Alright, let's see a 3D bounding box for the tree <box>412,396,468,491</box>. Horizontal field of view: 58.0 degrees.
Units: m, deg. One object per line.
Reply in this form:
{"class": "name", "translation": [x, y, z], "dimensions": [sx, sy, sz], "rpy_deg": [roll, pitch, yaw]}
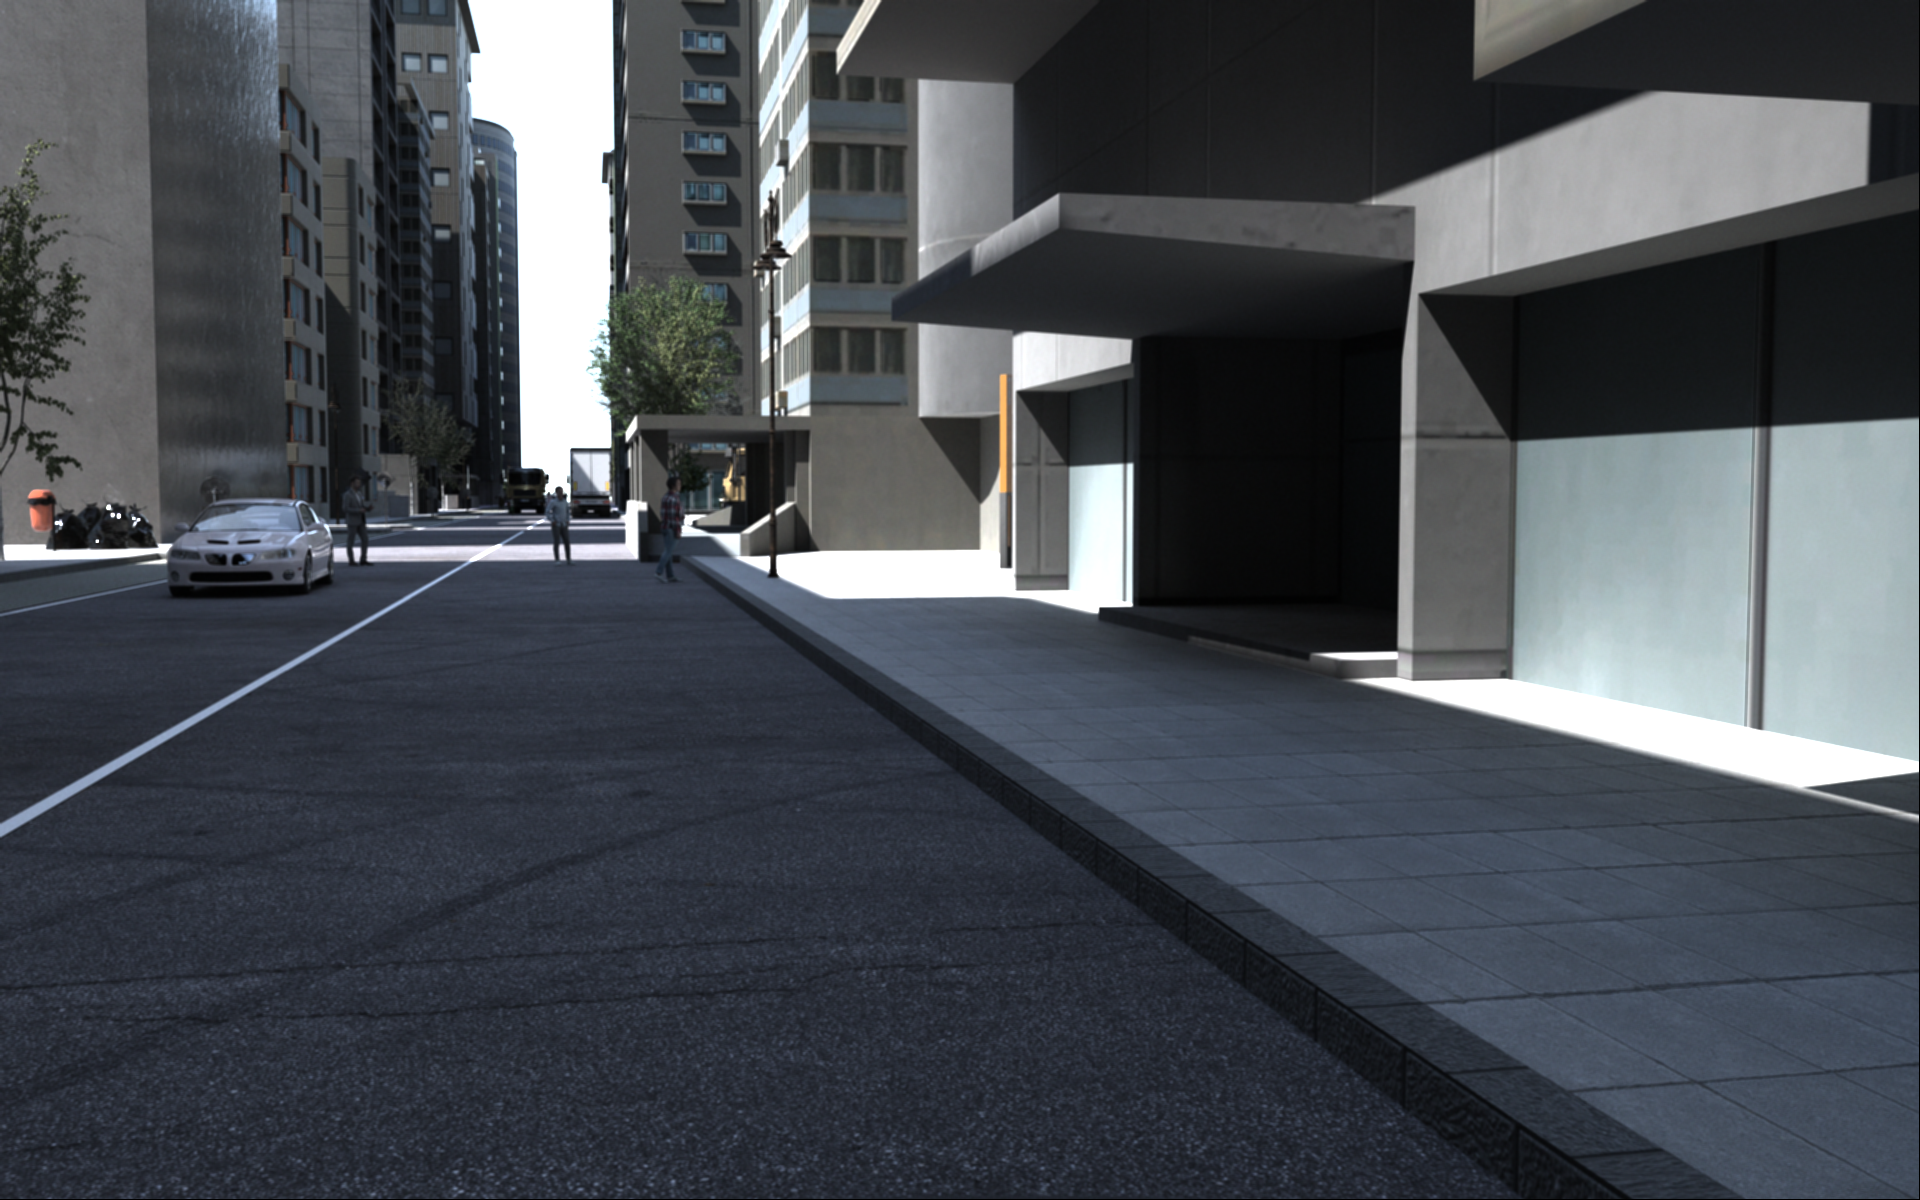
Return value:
{"class": "tree", "translation": [-39.139, -10.948, 129.366], "dimensions": [4.737, 8.622, 4.395], "rpy_deg": [0, 3, 0]}

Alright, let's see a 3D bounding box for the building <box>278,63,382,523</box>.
{"class": "building", "translation": [-43.459, -14.442, 81.166], "dimensions": [27.650, 21.520, 28.899], "rpy_deg": [-1, 4, -12]}

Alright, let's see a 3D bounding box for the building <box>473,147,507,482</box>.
{"class": "building", "translation": [-74.705, -37.796, 237.570], "dimensions": [23.786, 49.044, 30.456], "rpy_deg": [-1, 4, -12]}

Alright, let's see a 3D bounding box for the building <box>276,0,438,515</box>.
{"class": "building", "translation": [-45.611, -41.246, 112.624], "dimensions": [20.563, 71.187, 20.611], "rpy_deg": [-1, 4, -12]}

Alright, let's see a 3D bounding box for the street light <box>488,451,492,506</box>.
{"class": "street light", "translation": [-50.069, -12.969, 184.825], "dimensions": [0.468, 5.910, 1.993], "rpy_deg": [-1, 4, -12]}

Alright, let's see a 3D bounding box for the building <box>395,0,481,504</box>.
{"class": "building", "translation": [-64.364, -36.004, 177.901], "dimensions": [28.713, 52.752, 27.495], "rpy_deg": [-1, 4, -12]}

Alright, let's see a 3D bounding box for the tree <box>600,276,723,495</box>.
{"class": "tree", "translation": [-9.657, -6.564, 57.689], "dimensions": [4.737, 8.622, 4.395], "rpy_deg": [0, 3, 0]}

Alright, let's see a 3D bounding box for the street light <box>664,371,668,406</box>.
{"class": "street light", "translation": [-11.042, -5.655, 65.245], "dimensions": [0.468, 5.910, 1.993], "rpy_deg": [-1, 4, -12]}

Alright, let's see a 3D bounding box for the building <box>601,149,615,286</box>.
{"class": "building", "translation": [-39.163, -41.121, 261.568], "dimensions": [28.713, 52.752, 27.495], "rpy_deg": [-1, 4, -12]}

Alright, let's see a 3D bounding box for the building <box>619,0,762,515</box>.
{"class": "building", "translation": [-11.736, -30.128, 116.292], "dimensions": [21.300, 48.544, 21.600], "rpy_deg": [-1, 4, -12]}

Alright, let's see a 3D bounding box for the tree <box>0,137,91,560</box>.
{"class": "tree", "translation": [-18.618, -5.068, 33.223], "dimensions": [4.737, 8.622, 4.395], "rpy_deg": [0, 3, 0]}

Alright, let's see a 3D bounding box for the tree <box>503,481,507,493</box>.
{"class": "tree", "translation": [-58.043, -13.741, 219.269], "dimensions": [1.663, 3.219, 1.824], "rpy_deg": [0, 3, 0]}

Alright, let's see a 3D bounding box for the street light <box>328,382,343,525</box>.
{"class": "street light", "translation": [-25.686, -6.028, 71.344], "dimensions": [0.468, 5.910, 1.993], "rpy_deg": [-1, 4, -12]}

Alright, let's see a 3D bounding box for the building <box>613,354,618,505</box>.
{"class": "building", "translation": [-25.007, -21.503, 196.605], "dimensions": [27.650, 21.520, 28.899], "rpy_deg": [-1, 4, -12]}

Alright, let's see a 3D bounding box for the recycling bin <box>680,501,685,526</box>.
{"class": "recycling bin", "translation": [-10.175, -2.970, 61.113], "dimensions": [0.722, 1.027, 0.722], "rpy_deg": [-2, 4, -31]}

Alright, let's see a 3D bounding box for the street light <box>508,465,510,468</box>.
{"class": "street light", "translation": [-59.222, -15.584, 227.586], "dimensions": [0.468, 5.910, 1.993], "rpy_deg": [-1, 4, -12]}

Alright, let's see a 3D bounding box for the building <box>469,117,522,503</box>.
{"class": "building", "translation": [-79.171, -44.333, 266.839], "dimensions": [21.231, 58.520, 28.212], "rpy_deg": [-1, 4, -12]}

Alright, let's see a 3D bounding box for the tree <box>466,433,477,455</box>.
{"class": "tree", "translation": [-40.183, -11.297, 135.061], "dimensions": [4.360, 8.622, 3.978], "rpy_deg": [0, 3, 0]}

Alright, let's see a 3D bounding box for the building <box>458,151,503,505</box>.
{"class": "building", "translation": [-60.804, -31.620, 200.584], "dimensions": [14.154, 41.232, 14.086], "rpy_deg": [-1, 4, -12]}

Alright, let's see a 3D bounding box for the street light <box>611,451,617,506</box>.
{"class": "street light", "translation": [-36.167, -12.807, 182.189], "dimensions": [0.468, 5.910, 1.993], "rpy_deg": [-1, 4, -12]}

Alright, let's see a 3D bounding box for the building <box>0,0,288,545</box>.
{"class": "building", "translation": [-38.968, -14.960, 49.105], "dimensions": [34.151, 26.468, 19.350], "rpy_deg": [-1, 4, -12]}

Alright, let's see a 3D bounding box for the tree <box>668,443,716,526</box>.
{"class": "tree", "translation": [-9.894, -4.175, 62.861], "dimensions": [1.663, 3.219, 1.824], "rpy_deg": [0, 3, 0]}

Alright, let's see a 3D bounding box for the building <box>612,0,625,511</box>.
{"class": "building", "translation": [-20.957, -27.971, 140.925], "dimensions": [14.154, 41.232, 14.086], "rpy_deg": [-1, 4, -12]}

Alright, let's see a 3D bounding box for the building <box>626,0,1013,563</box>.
{"class": "building", "translation": [7.593, -21.610, 45.202], "dimensions": [32.217, 40.220, 23.993], "rpy_deg": [-1, 4, -12]}

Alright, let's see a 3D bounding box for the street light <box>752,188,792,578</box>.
{"class": "street light", "translation": [-2.876, -3.286, 26.514], "dimensions": [0.468, 5.910, 1.993], "rpy_deg": [-1, 4, -12]}

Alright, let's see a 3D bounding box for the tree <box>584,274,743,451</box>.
{"class": "tree", "translation": [-13.814, -9.485, 80.843], "dimensions": [9.928, 11.665, 9.643], "rpy_deg": [0, 3, 0]}

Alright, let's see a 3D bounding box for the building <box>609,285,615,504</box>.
{"class": "building", "translation": [-41.450, -28.663, 240.336], "dimensions": [14.160, 30.474, 14.107], "rpy_deg": [-1, 4, -12]}

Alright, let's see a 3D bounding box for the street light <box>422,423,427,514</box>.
{"class": "street light", "translation": [-34.205, -8.433, 110.671], "dimensions": [0.468, 5.910, 1.993], "rpy_deg": [-1, 4, -12]}

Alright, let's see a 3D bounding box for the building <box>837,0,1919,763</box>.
{"class": "building", "translation": [14.086, -25.842, 11.763], "dimensions": [28.713, 52.752, 27.495], "rpy_deg": [-1, 4, -12]}

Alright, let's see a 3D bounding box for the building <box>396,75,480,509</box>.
{"class": "building", "translation": [-59.658, -28.149, 152.124], "dimensions": [32.217, 40.220, 23.993], "rpy_deg": [-1, 4, -12]}

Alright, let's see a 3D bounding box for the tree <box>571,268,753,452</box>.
{"class": "tree", "translation": [-16.182, -11.254, 94.374], "dimensions": [12.009, 13.543, 11.850], "rpy_deg": [0, 3, 0]}

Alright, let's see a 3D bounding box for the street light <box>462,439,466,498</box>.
{"class": "street light", "translation": [-41.752, -10.580, 145.767], "dimensions": [0.468, 5.910, 1.993], "rpy_deg": [-1, 4, -12]}

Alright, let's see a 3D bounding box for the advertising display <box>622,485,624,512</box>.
{"class": "advertising display", "translation": [-24.440, -7.366, 125.652], "dimensions": [0.123, 1.923, 0.974], "rpy_deg": [-1, 4, -8]}

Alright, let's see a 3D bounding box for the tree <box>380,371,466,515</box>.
{"class": "tree", "translation": [-32.628, -9.379, 103.711], "dimensions": [4.360, 8.622, 3.978], "rpy_deg": [0, 3, 0]}
